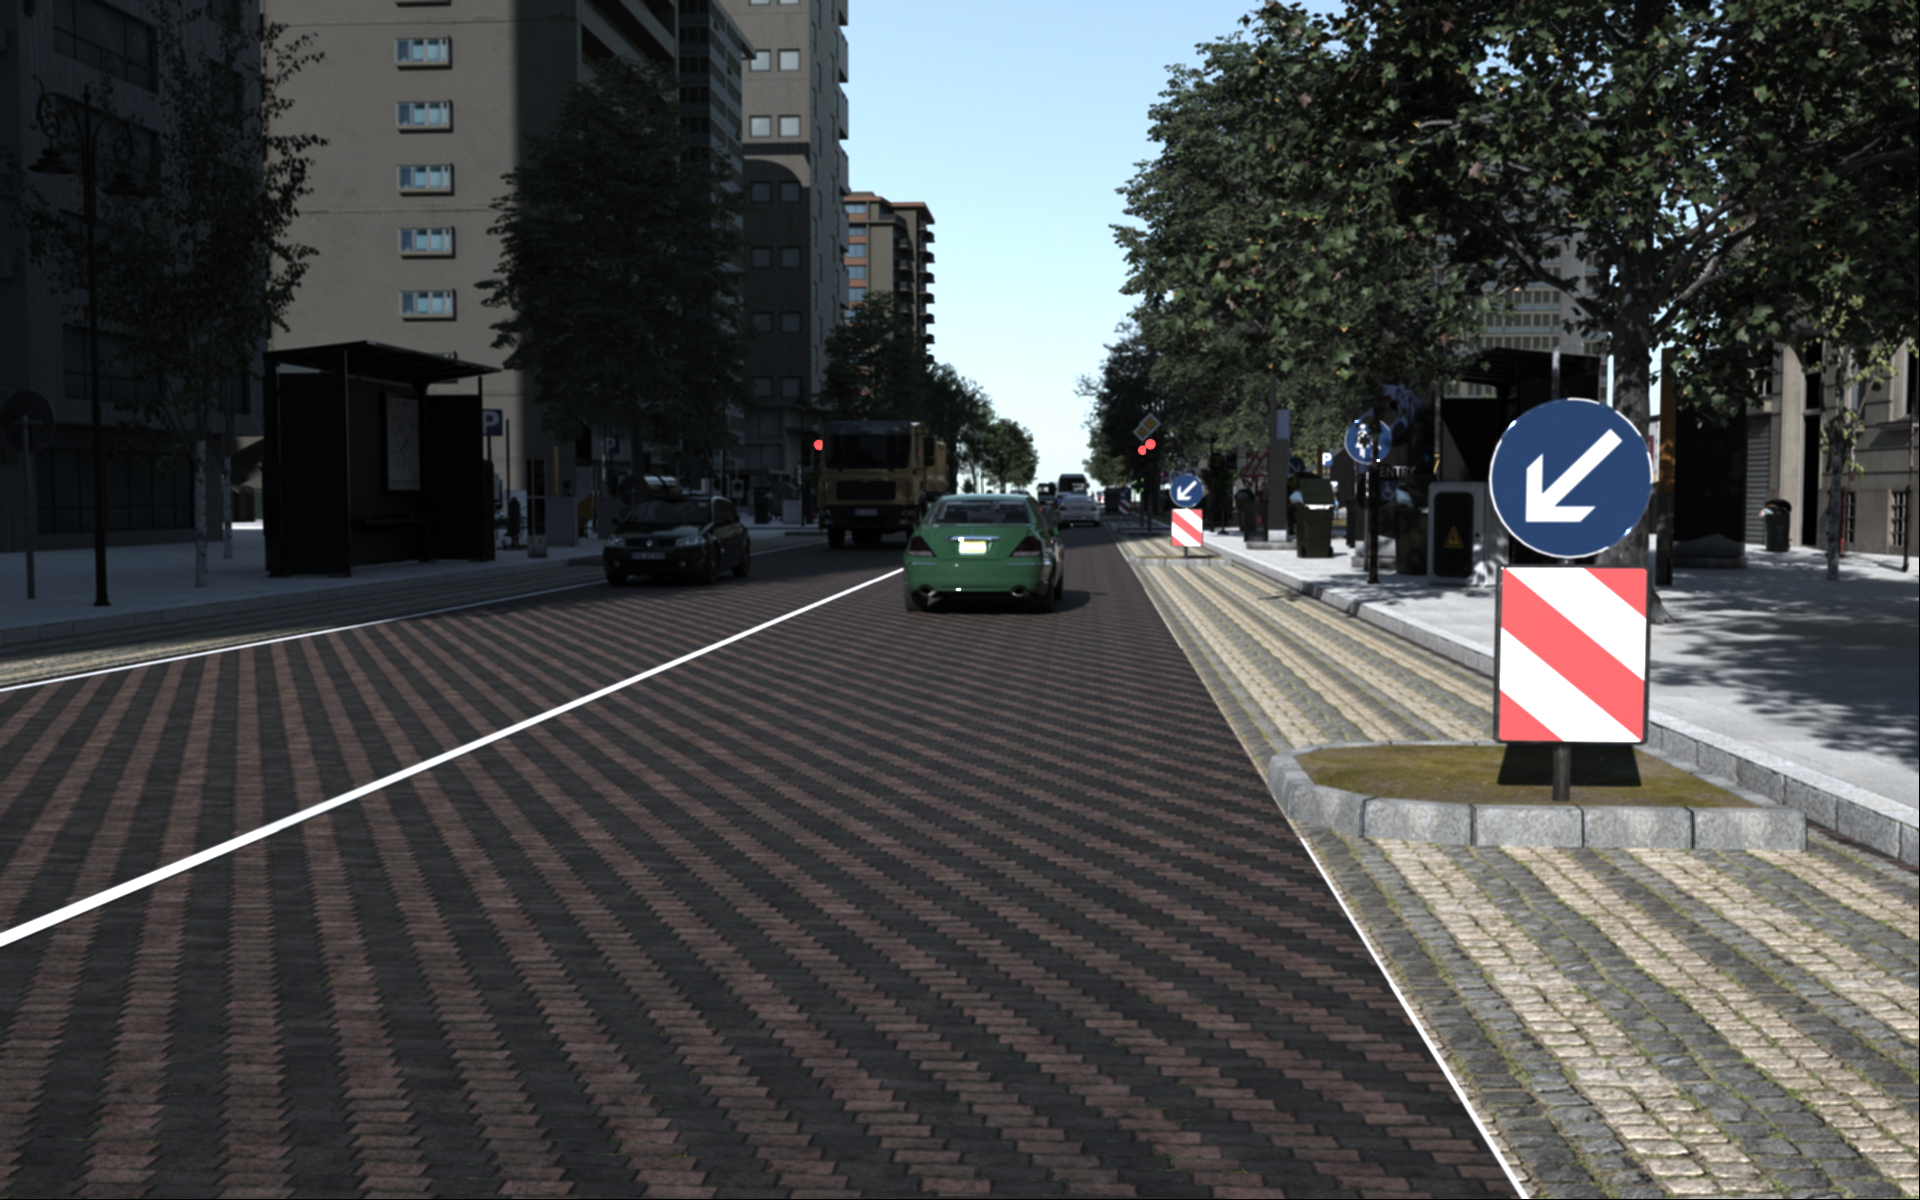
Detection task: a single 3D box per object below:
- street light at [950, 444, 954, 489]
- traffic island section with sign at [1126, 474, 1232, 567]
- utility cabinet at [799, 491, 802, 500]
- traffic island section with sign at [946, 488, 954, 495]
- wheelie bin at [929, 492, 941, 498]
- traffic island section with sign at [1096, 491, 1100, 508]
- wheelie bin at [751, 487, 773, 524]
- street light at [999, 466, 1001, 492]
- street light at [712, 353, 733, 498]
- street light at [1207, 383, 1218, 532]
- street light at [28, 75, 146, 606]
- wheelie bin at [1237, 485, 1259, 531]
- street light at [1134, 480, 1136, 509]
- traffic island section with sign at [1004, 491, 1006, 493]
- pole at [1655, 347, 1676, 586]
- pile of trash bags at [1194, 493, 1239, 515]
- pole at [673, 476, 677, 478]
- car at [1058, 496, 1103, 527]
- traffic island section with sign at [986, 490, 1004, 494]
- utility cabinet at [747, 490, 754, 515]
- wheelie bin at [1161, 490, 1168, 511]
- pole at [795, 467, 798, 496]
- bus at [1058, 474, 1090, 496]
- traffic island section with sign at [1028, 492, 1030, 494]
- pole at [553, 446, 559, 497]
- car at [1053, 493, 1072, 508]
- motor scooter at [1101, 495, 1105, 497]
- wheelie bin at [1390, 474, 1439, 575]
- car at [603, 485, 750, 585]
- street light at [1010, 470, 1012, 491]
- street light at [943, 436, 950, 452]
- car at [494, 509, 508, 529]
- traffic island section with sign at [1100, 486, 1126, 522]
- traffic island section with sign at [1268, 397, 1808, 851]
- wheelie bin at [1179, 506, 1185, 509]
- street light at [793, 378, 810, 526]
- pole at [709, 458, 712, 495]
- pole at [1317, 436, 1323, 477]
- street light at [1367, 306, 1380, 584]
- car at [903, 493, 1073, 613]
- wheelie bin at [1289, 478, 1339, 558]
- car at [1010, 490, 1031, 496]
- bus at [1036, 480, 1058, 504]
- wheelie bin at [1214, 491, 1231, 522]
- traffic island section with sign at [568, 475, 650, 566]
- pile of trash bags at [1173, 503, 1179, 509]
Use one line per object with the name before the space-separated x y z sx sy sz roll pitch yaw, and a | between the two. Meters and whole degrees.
street light | -0.684 -10.547 145.224 0.468 5.910 1.993 0 4 4
traffic island section with sign | 4.421 -1.610 34.948 1.989 1.847 2.006 0 4 4
utility cabinet | -11.623 -7.250 127.213 0.318 1.500 1.173 0 4 -4
traffic island section with sign | -0.707 -6.670 117.674 1.989 1.847 2.006 0 4 4
wheelie bin | -1.881 -7.507 130.643 0.980 1.594 0.693 -2 4 -29
traffic island section with sign | 10.409 -6.645 117.277 1.989 1.847 2.006 0 4 4
wheelie bin | -8.516 -4.074 74.523 0.980 1.594 0.693 0 4 -1
street light | 5.314 -15.621 228.198 0.468 5.910 1.993 0 4 4
street light | -7.345 -4.958 53.846 0.468 5.910 1.993 0 4 4
street light | 8.534 -5.238 58.436 0.468 5.910 1.993 0 4 4
street light | -9.847 -2.869 19.698 0.468 5.910 1.993 0 4 4
wheelie bin | 9.931 -3.174 59.796 0.693 1.594 0.980 1 4 15
street light | 15.184 -10.862 150.388 0.468 5.910 1.993 0 4 4
traffic island section with sign | 4.891 -11.393 194.901 1.989 1.847 2.006 0 4 4
pole | 9.884 -1.858 24.224 0.158 3.312 0.155 0 3 0
pile of trash bags | 15.804 -5.931 106.726 3.447 1.369 1.912 0 4 -6
pole | -14.994 -5.952 91.158 0.158 3.312 0.155 0 3 0
car | 5.351 -3.990 77.602 2.083 1.381 4.827 0 4 5
traffic island section with sign | 2.935 -9.749 168.017 1.989 1.847 2.006 0 4 4
utility cabinet | -11.979 -5.741 102.549 1.173 1.500 0.318 0 4 6
wheelie bin | 15.078 -7.473 130.091 0.980 1.594 0.693 -1 4 -17
pole | -12.283 -8.323 129.925 0.158 3.312 0.155 0 3 0
bus | 10.752 -10.354 164.152 2.948 3.499 13.247 0 4 5
traffic island section with sign | 10.888 -16.437 277.373 1.989 1.847 2.006 0 4 4
pole | -17.157 -4.877 73.574 0.158 3.312 0.155 0 3 0
car | 8.366 -7.889 138.571 1.945 1.707 3.694 0 4 4
motor scooter | 21.838 -15.361 263.923 0.815 1.314 1.986 0 4 3
wheelie bin | 7.296 -1.206 27.634 0.980 1.594 0.693 -2 4 -24
car | -4.644 -1.158 28.726 2.009 1.686 4.222 0 4 5
street light | 7.798 -17.746 262.926 0.468 5.910 1.993 0 4 4
street light | -1.308 -10.096 137.853 0.468 5.910 1.993 0 4 4
car | -19.484 -3.273 65.315 4.920 1.459 2.131 0 4 3
traffic island section with sign | 8.457 -5.001 90.393 1.989 1.847 2.006 0 4 4
traffic island section with sign | 2.465 0.043 7.923 1.989 1.847 2.006 0 4 4
wheelie bin | 14.968 -6.596 115.759 0.980 1.594 0.693 3 4 36
street light | -6.282 -5.889 69.072 0.468 5.910 1.993 0 4 4
pole | -14.097 -6.364 97.897 0.158 3.312 0.155 0 3 0
pole | 12.413 -4.032 59.760 0.158 3.312 0.155 0 3 0
street light | 5.917 -3.169 24.609 0.468 5.910 1.993 0 4 4
car | 0.374 -0.650 22.423 2.131 1.459 4.920 0 4 6
wheelie bin | 7.078 -1.644 34.790 0.980 1.594 0.693 0 4 -7
car | 5.455 -9.309 160.872 2.281 1.827 5.304 0 4 5
bus | 13.018 -15.867 254.281 2.948 3.499 13.247 0 4 6
wheelie bin | 11.930 -4.344 78.939 0.980 1.594 0.693 -2 4 -25
traffic island section with sign | -6.710 -1.623 35.165 1.989 1.847 2.006 0 4 4
pile of trash bags | 18.197 -7.594 133.921 3.447 1.369 1.912 -2 4 -31
